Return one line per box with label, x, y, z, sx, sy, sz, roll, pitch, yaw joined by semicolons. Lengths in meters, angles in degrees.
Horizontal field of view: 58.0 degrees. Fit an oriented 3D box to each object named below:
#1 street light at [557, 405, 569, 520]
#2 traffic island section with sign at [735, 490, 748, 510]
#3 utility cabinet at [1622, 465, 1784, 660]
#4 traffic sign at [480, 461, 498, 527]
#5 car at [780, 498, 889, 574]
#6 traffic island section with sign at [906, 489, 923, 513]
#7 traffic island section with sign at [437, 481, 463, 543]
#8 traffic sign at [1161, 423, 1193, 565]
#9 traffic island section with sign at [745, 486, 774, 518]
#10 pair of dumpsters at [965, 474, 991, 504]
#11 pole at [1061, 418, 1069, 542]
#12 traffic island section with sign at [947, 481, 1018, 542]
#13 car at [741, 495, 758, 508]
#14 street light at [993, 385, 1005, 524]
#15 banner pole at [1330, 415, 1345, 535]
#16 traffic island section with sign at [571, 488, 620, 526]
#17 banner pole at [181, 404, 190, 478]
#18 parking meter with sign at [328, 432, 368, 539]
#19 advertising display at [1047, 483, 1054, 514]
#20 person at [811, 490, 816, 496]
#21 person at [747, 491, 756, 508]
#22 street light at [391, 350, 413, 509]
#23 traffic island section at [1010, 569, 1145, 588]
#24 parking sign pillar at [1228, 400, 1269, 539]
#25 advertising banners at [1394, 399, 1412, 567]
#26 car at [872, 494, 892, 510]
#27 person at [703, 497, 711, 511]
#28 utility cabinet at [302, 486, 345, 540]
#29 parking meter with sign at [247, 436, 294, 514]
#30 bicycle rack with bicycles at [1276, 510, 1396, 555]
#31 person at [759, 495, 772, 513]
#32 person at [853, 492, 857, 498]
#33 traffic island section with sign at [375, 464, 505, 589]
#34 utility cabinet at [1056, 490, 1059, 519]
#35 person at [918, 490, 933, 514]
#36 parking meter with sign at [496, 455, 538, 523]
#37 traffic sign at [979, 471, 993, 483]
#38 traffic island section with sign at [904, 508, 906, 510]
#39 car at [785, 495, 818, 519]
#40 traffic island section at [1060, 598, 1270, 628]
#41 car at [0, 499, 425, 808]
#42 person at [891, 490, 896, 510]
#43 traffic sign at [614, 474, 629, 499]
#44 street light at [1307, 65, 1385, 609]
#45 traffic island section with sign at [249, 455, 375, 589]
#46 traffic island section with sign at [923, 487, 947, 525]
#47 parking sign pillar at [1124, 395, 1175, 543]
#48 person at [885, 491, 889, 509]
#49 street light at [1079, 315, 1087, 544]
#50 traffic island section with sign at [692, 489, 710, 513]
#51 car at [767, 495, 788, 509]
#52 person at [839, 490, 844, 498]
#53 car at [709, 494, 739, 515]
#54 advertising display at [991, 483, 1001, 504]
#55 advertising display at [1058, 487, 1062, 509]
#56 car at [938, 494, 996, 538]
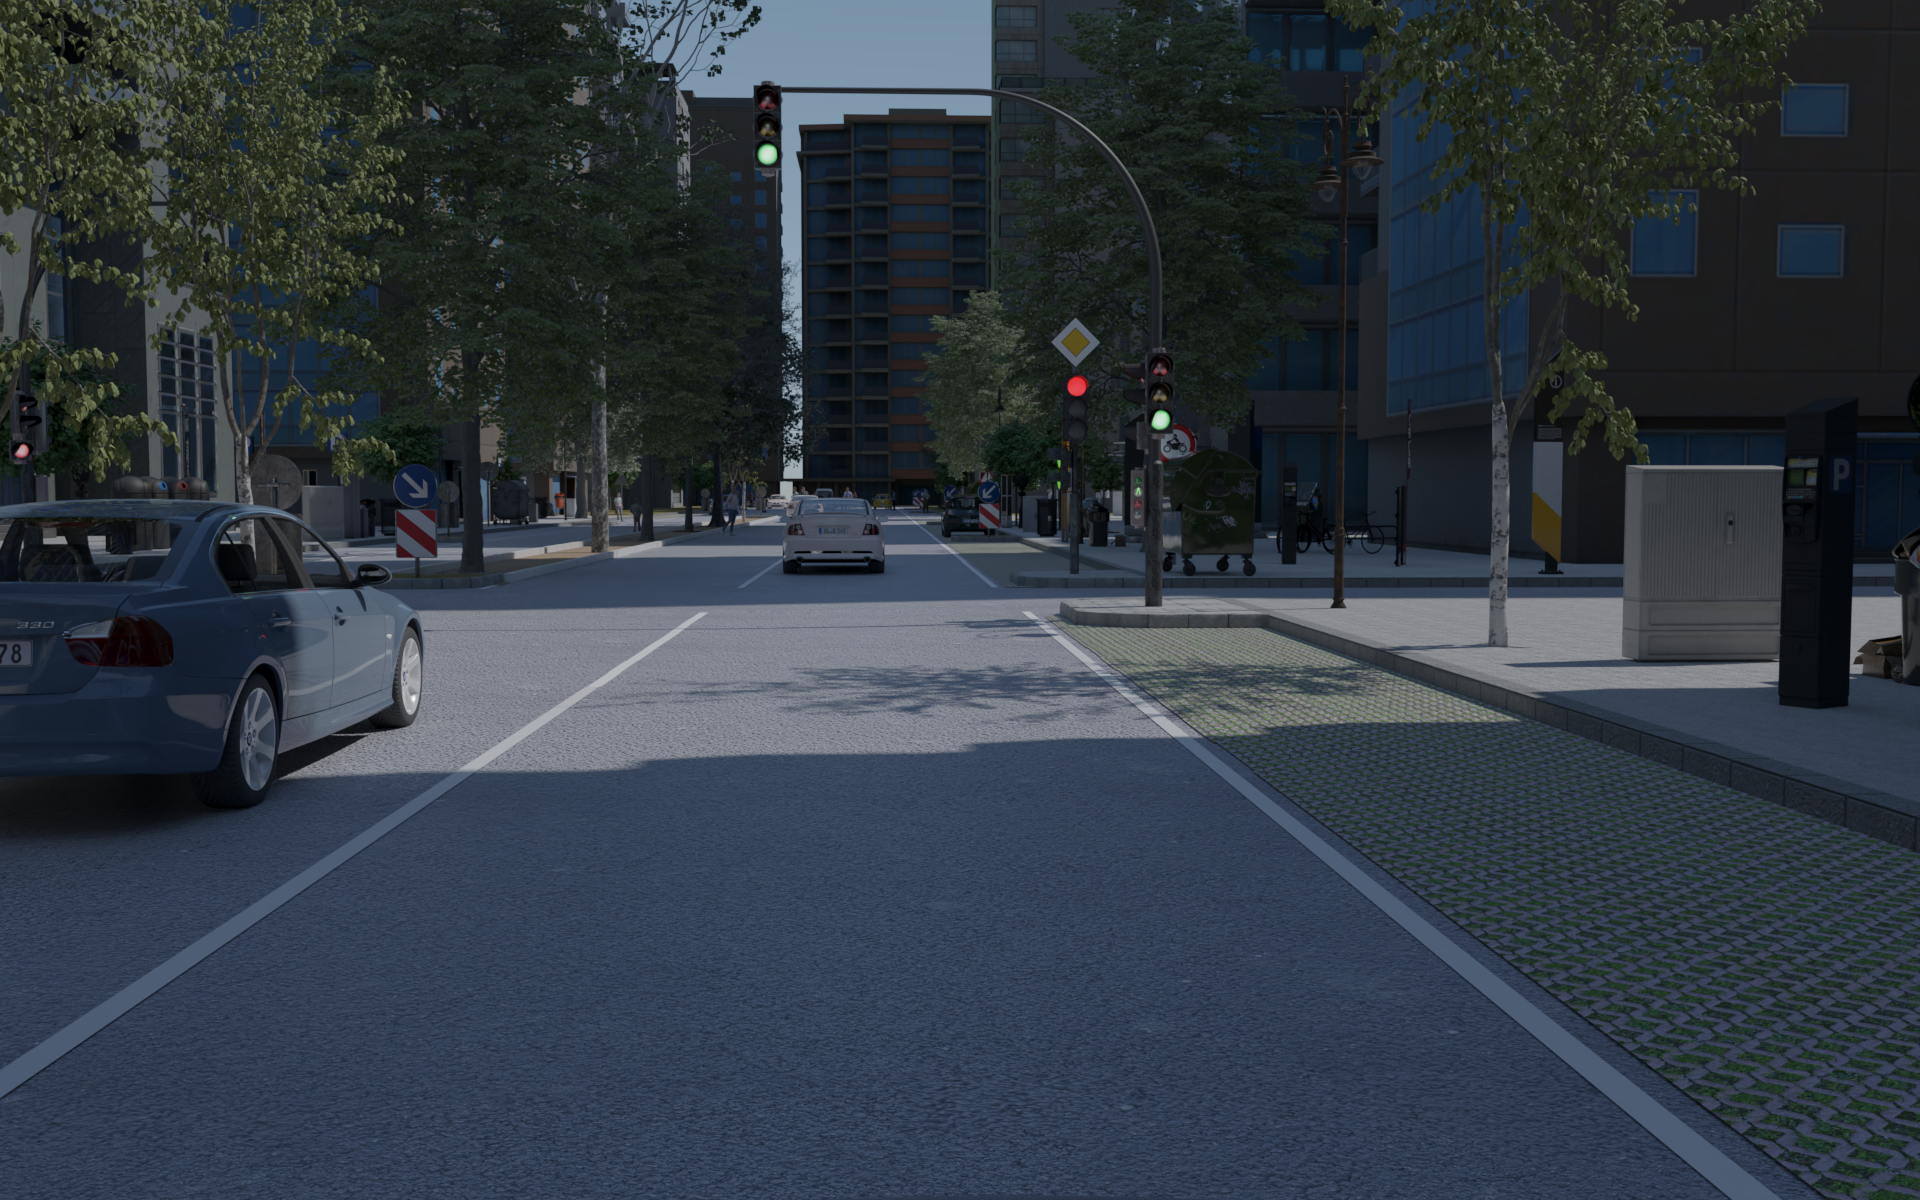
street light;-19.261;-6.830;84.450;0.468;5.910;1.993;0;4;-3
traffic island section with sign;-20.130;-8.991;155.636;1.989;1.847;2.006;0;4;-3
utility cabinet;5.731;-0.282;13.282;1.173;1.500;0.318;0;4;-4
traffic sign;-18.405;-4.123;67.525;0.768;2.556;0.104;0;4;1
car;-2.374;-1.241;32.657;2.083;1.381;4.827;0;4;-4
traffic island section with sign;-2.842;-7.404;129.681;1.989;1.847;2.006;0;4;-3
traffic island section with sign;-15.332;-2.630;51.635;1.989;1.847;2.006;0;4;-3
traffic sign;3.881;-1.911;31.344;0.768;2.556;0.104;0;4;3
traffic island section with sign;-11.778;-5.744;102.043;2.006;1.907;1.989;0;4;-3
pair of dumpsters;1.164;-5.228;87.967;1.574;2.255;4.437;0;4;-3
pole;2.790;-3.183;45.887;0.158;3.312;0.155;0;3;0
traffic island section with sign;0.726;-2.682;52.477;1.989;1.847;2.006;0;4;-3
car;-21.189;-9.967;175.534;1.945;1.354;3.894;0;4;-3
street light;1.680;-6.178;73.801;0.468;5.910;1.993;0;4;-3
banner pole;11.800;-3.898;53.753;0.401;3.779;0.863;0;4;-6
traffic island section with sign;-16.597;-4.312;79.132;1.989;1.847;2.006;0;4;-3
banner pole;-21.326;-3.532;47.766;0.401;3.779;0.863;-3;4;-36
parking meter with sign;-17.530;-3.272;49.753;0.543;3.016;1.738;0;4;2
advertising display;5.260;-5.837;100.643;0.123;1.923;0.974;-1;4;-15
person;-12.632;-8.662;150.134;1.348;1.824;0.705;2;4;34
person;-20.742;-9.970;172.220;1.217;1.735;0.721;2;4;29
street light;-17.857;-5.066;55.612;0.468;5.910;1.993;0;4;-3
traffic island section;1.857;-0.337;27.791;2.009;0.180;2.903;0;4;-3
parking sign pillar;8.266;-3.782;50.310;1.447;3.967;1.447;-1;4;-20
advertising banners;8.035;-2.150;31.336;0.090;3.025;2.074;1;4;21
car;-7.094;-9.127;159.458;2.015;1.641;3.980;0;4;-2
person;-19.324;-7.526;132.237;0.721;1.739;1.217;1;4;22
utility cabinet;-17.386;-2.363;47.322;0.318;1.500;1.173;2;4;28
parking meter with sign;-21.153;-3.465;52.909;0.543;3.016;1.738;1;4;22
bicycle rack with bicycles;7.945;-1.467;37.365;2.925;0.926;2.852;-2;4;-33
person;-15.135;-7.667;133.875;0.705;1.822;1.348;3;5;42
person;-10.887;-10.348;179.163;0.415;1.643;0.593;1;4;13
traffic island section with sign;-8.301;-1.153;26.984;2.006;1.907;1.989;0;4;-3
utility cabinet;5.436;-4.807;87.272;1.173;1.500;0.318;2;4;28
person;-2.516;-7.212;127.144;1.217;1.736;0.721;0;4;0
parking meter with sign;-19.779;-4.967;77.466;1.738;3.016;0.543;0;4;2
traffic sign;1.352;-5.201;85.040;0.884;2.594;0.081;0;4;6
traffic island section with sign;-4.089;-9.051;156.607;1.989;1.847;2.006;0;4;-3
car;-7.907;-4.652;88.418;2.083;1.381;4.827;0;4;-4
traffic island section;2.226;0.151;19.815;2.009;0.180;2.903;0;4;-3
car;-4.155;0.175;9.143;2.014;1.417;4.499;0;4;-3
person;-5.821;-8.766;151.816;0.705;1.826;1.348;1;4;8
traffic sign;-19.821;-6.203;101.425;0.884;2.594;0.081;0;4;-1
street light;4.256;-2.845;19.299;0.468;5.910;1.993;0;4;-3
traffic island section with sign;-7.969;-0.700;19.585;2.006;1.907;1.989;0;4;-3
traffic island section with sign;-0.556;-4.369;80.067;1.989;1.847;2.006;0;4;-3
parking sign pillar;5.032;-3.506;45.803;1.447;3.967;1.447;1;4;17
person;-6.789;-9.373;162.671;0.530;1.710;0.541;0;4;8
street light;3.123;-4.384;44.461;0.468;5.910;1.993;0;4;-3
traffic island section with sign;-18.897;-7.344;128.709;1.989;1.847;2.006;0;4;-3
car;-17.802;-9.588;169.125;2.083;1.381;4.827;0;4;-3
person;-10.135;-8.541;148.161;0.705;1.821;1.348;1;4;13
car;-16.349;-6.616;120.173;2.014;1.417;4.499;0;4;-1
advertising display;1.840;-4.505;78.866;0.974;1.923;0.123;2;4;34
advertising display;4.598;-4.547;79.564;0.123;1.923;0.974;0;4;-1
car;0.264;-2.959;58.163;2.009;1.686;4.222;0;4;-2
